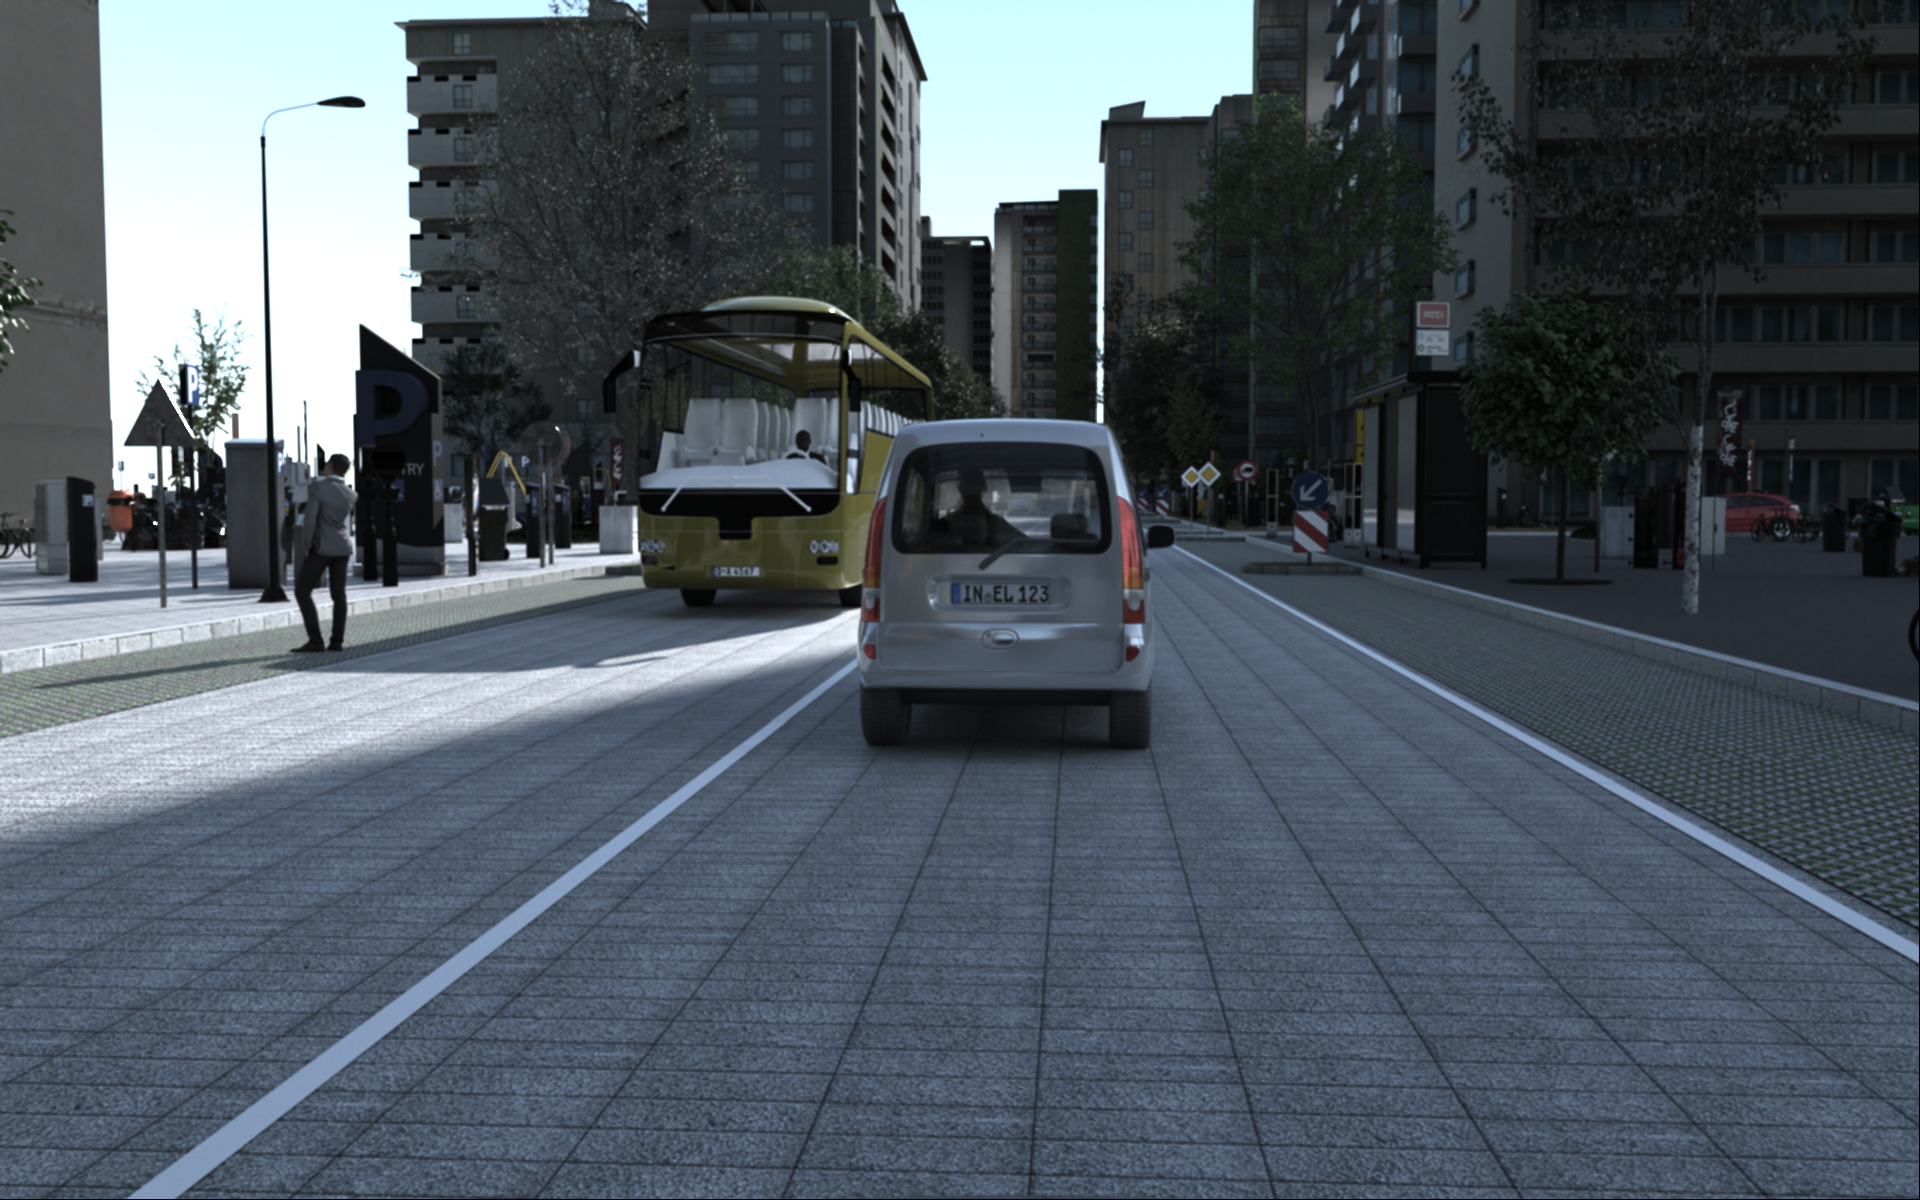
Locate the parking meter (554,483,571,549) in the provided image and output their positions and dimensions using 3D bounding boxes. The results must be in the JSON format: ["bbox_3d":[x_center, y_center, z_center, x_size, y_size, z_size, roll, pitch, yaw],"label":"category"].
[{"bbox_3d":[-9.361,-1.981,40.792,0.372,1.533,0.369,0,3,0],"label":"parking meter"}]

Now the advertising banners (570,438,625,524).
[{"bbox_3d":[-11.463,-3.576,54.649,2.074,3.025,0.090,1,4,18],"label":"advertising banners"}]

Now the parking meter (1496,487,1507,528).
[{"bbox_3d":[20.459,-3.486,65.401,0.372,1.533,0.369,0,3,0],"label":"parking meter"}]

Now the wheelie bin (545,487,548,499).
[{"bbox_3d":[-17.985,-4.079,74.605,0.693,1.594,0.980,-3,5,-41],"label":"wheelie bin"}]

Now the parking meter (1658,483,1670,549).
[{"bbox_3d":[16.532,-1.966,40.562,0.372,1.533,0.369,0,3,0],"label":"parking meter"}]

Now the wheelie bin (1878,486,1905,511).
[{"bbox_3d":[35.582,-3.567,66.221,0.980,1.594,0.693,-1,4,-9],"label":"wheelie bin"}]

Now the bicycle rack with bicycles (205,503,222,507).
[{"bbox_3d":[-30.842,-3.721,74.228,2.925,0.926,2.852,1,4,12],"label":"bicycle rack with bicycles"}]

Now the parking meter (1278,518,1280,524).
[{"bbox_3d":[14.006,-4.248,75.169,0.399,1.863,0.255,3,5,40],"label":"parking meter"}]

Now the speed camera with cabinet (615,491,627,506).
[{"bbox_3d":[-16.234,-5.645,86.636,2.038,3.252,0.660,-1,4,-10],"label":"speed camera with cabinet"}]

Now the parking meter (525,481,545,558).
[{"bbox_3d":[-8.531,-1.614,34.796,0.372,1.533,0.369,0,3,0],"label":"parking meter"}]

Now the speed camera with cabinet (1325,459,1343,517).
[{"bbox_3d":[21.197,-6.344,98.066,2.038,3.252,0.660,-3,4,-37],"label":"speed camera with cabinet"}]

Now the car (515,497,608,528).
[{"bbox_3d":[-13.623,-2.812,58.549,3.894,1.354,1.945,0,4,3],"label":"car"}]

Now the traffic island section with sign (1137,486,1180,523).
[{"bbox_3d":[9.881,-4.720,85.802,1.989,1.847,2.006,0,4,4],"label":"traffic island section with sign"}]

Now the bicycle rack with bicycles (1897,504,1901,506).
[{"bbox_3d":[57.875,-5.544,104.019,2.925,0.926,2.852,-2,4,-31],"label":"bicycle rack with bicycles"}]

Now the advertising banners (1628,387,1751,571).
[{"bbox_3d":[12.306,-2.027,29.329,0.090,3.025,2.074,-3,4,-36],"label":"advertising banners"}]

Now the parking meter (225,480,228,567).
[{"bbox_3d":[-12.764,-1.356,30.579,0.372,1.533,0.369,0,3,0],"label":"parking meter"}]

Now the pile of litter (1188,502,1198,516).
[{"bbox_3d":[13.422,-5.231,99.488,1.719,0.858,1.176,-2,4,-35],"label":"pile of litter"}]

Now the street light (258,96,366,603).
[{"bbox_3d":[-7.630,-2.928,20.407,1.470,5.913,1.316,0,4,4],"label":"street light"}]

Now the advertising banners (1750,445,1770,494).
[{"bbox_3d":[28.419,-4.008,61.713,2.074,3.025,0.090,-3,5,-43],"label":"advertising banners"}]

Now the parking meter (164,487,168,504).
[{"bbox_3d":[-61.326,-7.822,133.593,0.255,1.863,0.399,2,4,26],"label":"parking meter"}]

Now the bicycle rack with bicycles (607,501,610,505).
[{"bbox_3d":[-26.663,-7.395,134.284,2.925,0.926,2.852,3,4,36],"label":"bicycle rack with bicycles"}]

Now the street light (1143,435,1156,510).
[{"bbox_3d":[14.699,-9.990,135.879,1.470,5.913,1.316,0,4,4],"label":"street light"}]

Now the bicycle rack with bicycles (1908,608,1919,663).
[{"bbox_3d":[8.440,0.083,12.033,2.925,0.926,2.852,3,4,38],"label":"bicycle rack with bicycles"}]

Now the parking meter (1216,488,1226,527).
[{"bbox_3d":[10.139,-3.595,67.197,0.372,1.533,0.369,0,3,0],"label":"parking meter"}]

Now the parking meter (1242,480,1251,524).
[{"bbox_3d":[12.275,-4.186,74.152,0.399,1.863,0.255,0,4,-1],"label":"parking meter"}]

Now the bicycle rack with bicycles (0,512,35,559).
[{"bbox_3d":[-19.517,-1.269,34.137,2.852,0.926,2.925,2,4,25],"label":"bicycle rack with bicycles"}]

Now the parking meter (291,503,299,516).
[{"bbox_3d":[-39.659,-5.964,103.224,0.255,1.863,0.399,1,4,17],"label":"parking meter"}]

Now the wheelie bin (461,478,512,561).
[{"bbox_3d":[-9.130,-1.552,33.285,0.693,1.594,0.980,3,5,44],"label":"wheelie bin"}]

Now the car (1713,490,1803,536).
[{"bbox_3d":[25.105,-2.914,56.680,4.494,1.783,2.155,0,4,6],"label":"car"}]

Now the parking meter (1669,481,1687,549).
[{"bbox_3d":[13.981,-1.524,33.334,0.372,1.533,0.369,0,3,0],"label":"parking meter"}]

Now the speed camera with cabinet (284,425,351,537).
[{"bbox_3d":[-18.836,-3.440,50.587,0.660,3.252,2.038,2,4,30],"label":"speed camera with cabinet"}]

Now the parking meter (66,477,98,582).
[{"bbox_3d":[-12.834,-1.035,25.326,0.372,1.533,0.369,0,3,0],"label":"parking meter"}]

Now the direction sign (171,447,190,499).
[{"bbox_3d":[-35.577,-5.332,79.172,0.876,3.537,0.379,0,4,-1],"label":"direction sign"}]

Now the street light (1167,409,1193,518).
[{"bbox_3d":[11.963,-7.443,94.240,1.470,5.913,1.316,0,4,4],"label":"street light"}]

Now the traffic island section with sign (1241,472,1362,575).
[{"bbox_3d":[6.137,-1.391,31.371,1.989,1.847,2.006,0,4,4],"label":"traffic island section with sign"}]

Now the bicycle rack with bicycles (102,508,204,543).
[{"bbox_3d":[-21.752,-1.925,44.863,2.852,0.926,2.925,0,4,4],"label":"bicycle rack with bicycles"}]

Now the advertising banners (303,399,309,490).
[{"bbox_3d":[-12.388,-2.253,33.029,0.090,3.025,2.074,-1,4,-15],"label":"advertising banners"}]

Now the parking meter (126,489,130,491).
[{"bbox_3d":[-41.173,-4.714,85.479,0.372,1.533,0.369,0,3,0],"label":"parking meter"}]

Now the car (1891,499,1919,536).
[{"bbox_3d":[32.489,-2.868,55.688,4.718,1.807,1.959,0,4,5],"label":"car"}]

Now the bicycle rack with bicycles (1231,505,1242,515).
[{"bbox_3d":[16.951,-5.833,108.748,2.925,0.926,2.852,0,4,-7],"label":"bicycle rack with bicycles"}]

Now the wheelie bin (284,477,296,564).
[{"bbox_3d":[-12.580,-1.449,31.604,0.980,1.594,0.693,1,4,13],"label":"wheelie bin"}]

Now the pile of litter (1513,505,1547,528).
[{"bbox_3d":[22.008,-3.238,66.900,1.176,0.858,1.719,0,4,3],"label":"pile of litter"}]

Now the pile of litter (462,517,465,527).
[{"bbox_3d":[-19.843,-3.237,66.883,1.176,0.858,1.719,3,5,40],"label":"pile of litter"}]

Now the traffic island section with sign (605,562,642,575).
[{"bbox_3d":[-5.164,-1.380,31.187,1.989,1.847,2.006,0,4,4],"label":"traffic island section with sign"}]

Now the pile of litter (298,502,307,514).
[{"bbox_3d":[-42.125,-5.925,110.841,1.719,0.858,1.176,2,4,25],"label":"pile of litter"}]

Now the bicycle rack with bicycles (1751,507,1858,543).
[{"bbox_3d":[22.406,-2.005,46.162,2.925,0.926,2.852,-1,4,-12],"label":"bicycle rack with bicycles"}]

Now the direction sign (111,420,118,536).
[{"bbox_3d":[-26.081,-3.736,53.076,0.379,3.537,0.876,-3,5,-43],"label":"direction sign"}]

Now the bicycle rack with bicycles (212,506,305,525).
[{"bbox_3d":[-16.518,-1.830,43.300,2.852,0.926,2.925,1,4,10],"label":"bicycle rack with bicycles"}]
